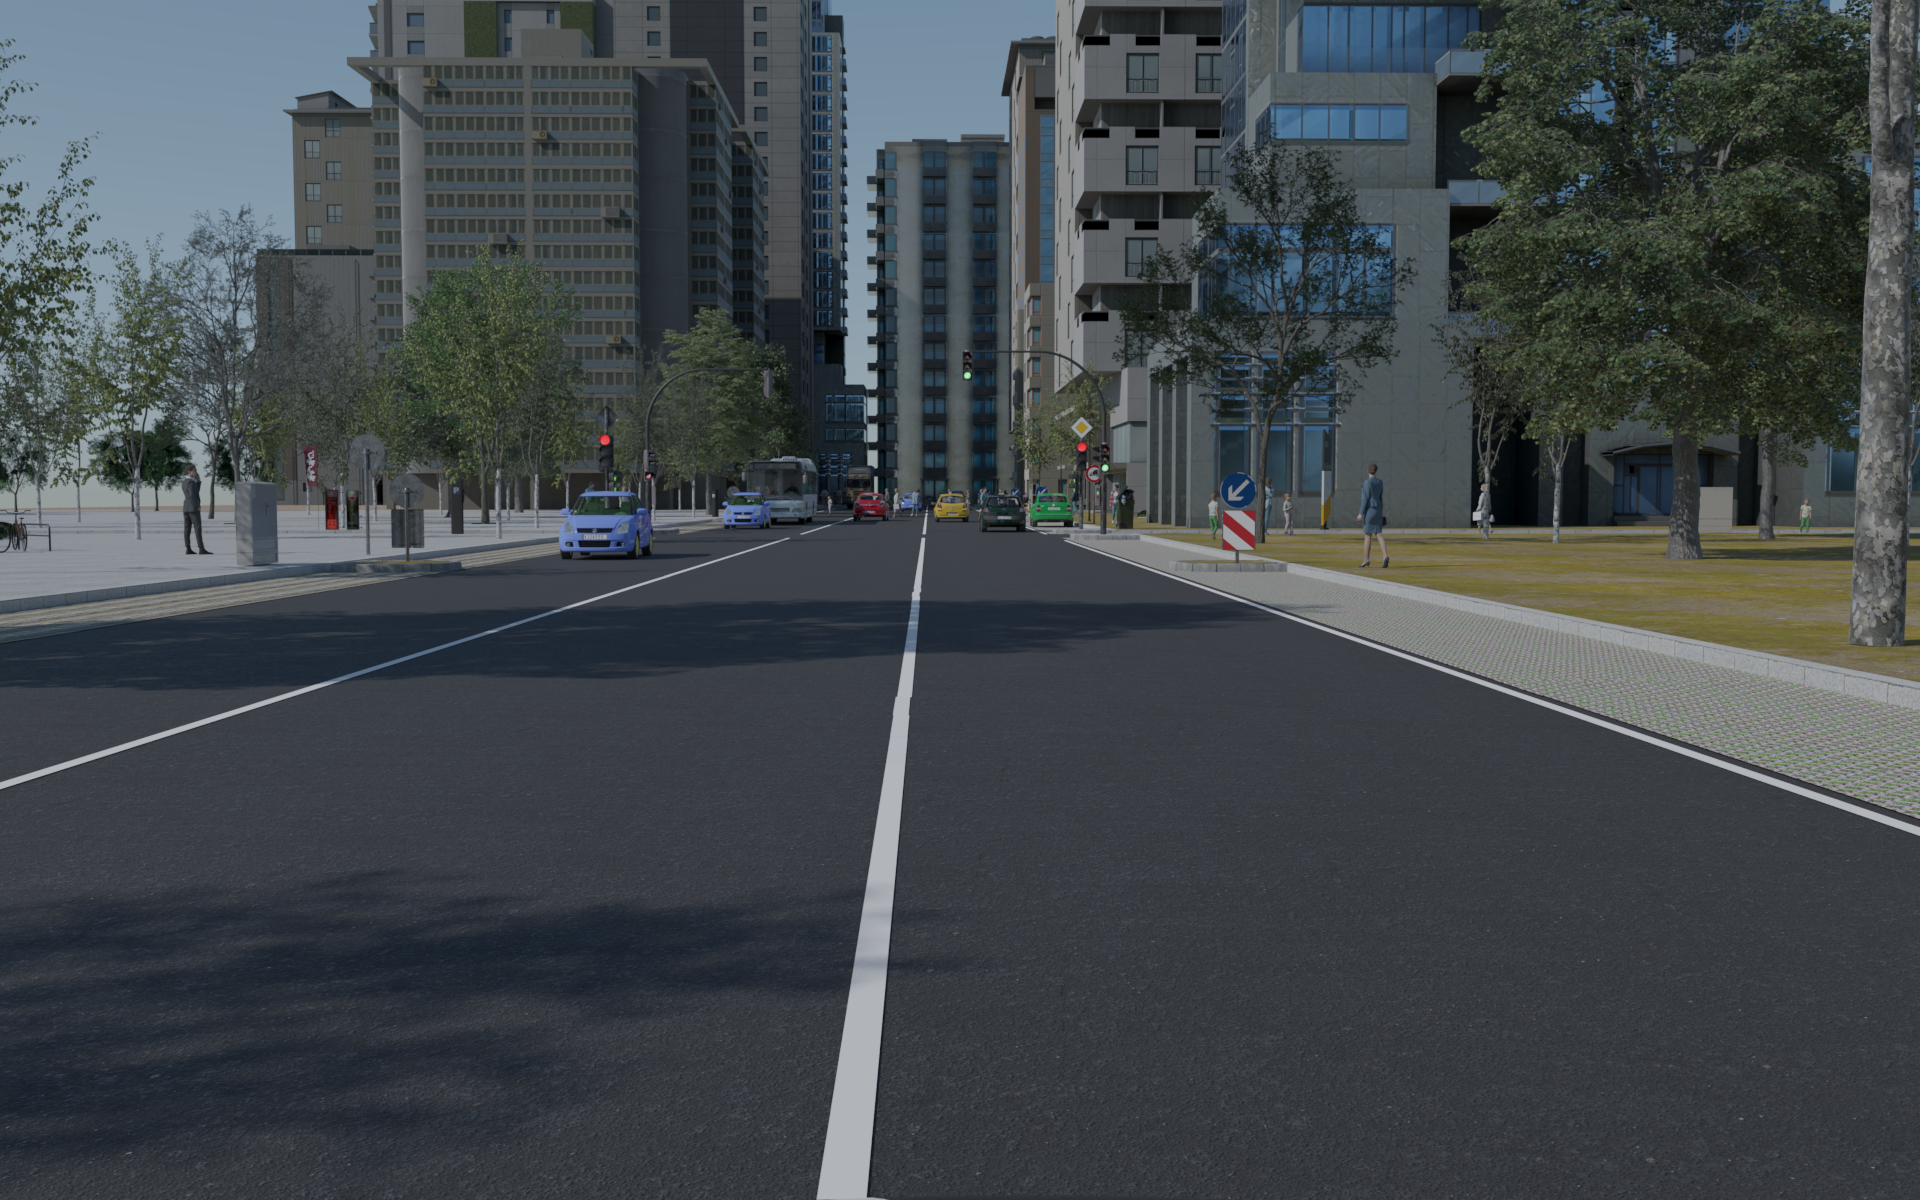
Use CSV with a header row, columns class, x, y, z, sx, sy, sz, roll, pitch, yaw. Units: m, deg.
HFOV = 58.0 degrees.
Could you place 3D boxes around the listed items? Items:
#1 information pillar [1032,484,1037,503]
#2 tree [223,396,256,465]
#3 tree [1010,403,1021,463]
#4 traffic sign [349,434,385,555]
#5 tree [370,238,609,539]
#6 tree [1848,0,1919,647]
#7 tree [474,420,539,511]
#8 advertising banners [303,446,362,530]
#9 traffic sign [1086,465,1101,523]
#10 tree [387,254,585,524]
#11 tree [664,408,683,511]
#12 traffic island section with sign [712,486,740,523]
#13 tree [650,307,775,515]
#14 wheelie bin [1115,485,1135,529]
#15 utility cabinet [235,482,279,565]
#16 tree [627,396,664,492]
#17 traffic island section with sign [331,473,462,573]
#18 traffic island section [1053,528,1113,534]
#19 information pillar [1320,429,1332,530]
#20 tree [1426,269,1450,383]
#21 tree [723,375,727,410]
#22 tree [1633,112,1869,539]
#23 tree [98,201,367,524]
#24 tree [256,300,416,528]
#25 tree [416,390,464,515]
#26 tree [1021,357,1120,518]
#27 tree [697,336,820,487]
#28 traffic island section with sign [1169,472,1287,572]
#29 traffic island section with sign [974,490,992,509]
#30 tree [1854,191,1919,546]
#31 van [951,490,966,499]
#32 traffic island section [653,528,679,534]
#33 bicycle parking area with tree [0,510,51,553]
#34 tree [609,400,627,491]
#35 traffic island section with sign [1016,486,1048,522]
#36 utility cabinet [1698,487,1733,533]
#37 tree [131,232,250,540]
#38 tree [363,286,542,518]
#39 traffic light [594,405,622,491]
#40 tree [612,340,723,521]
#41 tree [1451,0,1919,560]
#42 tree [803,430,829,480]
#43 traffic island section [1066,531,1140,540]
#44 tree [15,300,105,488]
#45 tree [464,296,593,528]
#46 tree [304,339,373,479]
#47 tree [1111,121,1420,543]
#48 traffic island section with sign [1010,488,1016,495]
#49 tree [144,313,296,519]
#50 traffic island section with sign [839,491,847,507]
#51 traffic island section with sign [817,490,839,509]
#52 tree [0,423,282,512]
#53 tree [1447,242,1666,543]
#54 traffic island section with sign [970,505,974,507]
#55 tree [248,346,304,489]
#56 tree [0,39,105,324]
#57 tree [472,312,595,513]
class,x,y,z,sx,sy,sz,roll,pitch,yaw
information pillar,5.176,-7.127,121.023,0.304,2.012,0.304,-1,4,-8
tree,-38.290,-8.896,95.812,4.360,8.622,3.978,0,3,0
tree,5.724,-11.107,131.968,4.737,8.622,4.395,0,3,0
traffic sign,-12.525,-2.231,36.585,0.768,2.556,0.104,0,4,2
tree,-13.422,-6.062,49.477,4.737,8.622,4.395,0,3,0
tree,7.009,-9.754,15.375,12.611,20.169,13.585,0,3,0
tree,-35.285,-13.054,131.562,7.486,12.596,7.792,0,3,0
advertising banners,-22.442,-4.020,61.910,2.074,3.025,0.090,0,4,2
traffic sign,5.882,-4.633,75.861,0.768,2.556,0.104,0,4,7
tree,-20.146,-9.052,73.750,9.928,11.665,9.643,0,3,0
tree,-22.032,-11.270,134.629,4.737,8.622,4.395,0,3,0
traffic island section with sign,-11.420,-4.823,87.480,1.989,1.847,2.006,0,4,-1
tree,-15.086,-11.440,105.178,7.486,12.596,7.792,0,3,0
wheelie bin,6.091,-3.418,63.791,0.693,1.594,0.980,0,4,-5
utility cabinet,-12.646,-1.376,31.182,0.318,1.500,1.173,0,4,-1
tree,-24.873,-10.923,128.945,4.737,8.622,4.395,0,3,0
traffic island section with sign,-10.446,-1.452,32.361,1.989,1.847,2.006,0,4,-1
traffic island section,4.432,-2.495,63.066,2.009,0.180,2.903,0,4,-1
information pillar,13.160,-4.333,62.206,0.504,3.616,0.183,-3,5,-45
tree,15.311,-6.058,49.414,4.360,8.622,3.978,0,3,0
tree,-14.445,-8.684,92.352,4.360,8.622,3.978,0,3,0
tree,22.856,-8.039,49.563,7.486,12.596,7.792,0,3,0
tree,-30.627,-9.953,73.095,12.009,13.543,11.850,0,3,0
tree,-23.460,-7.011,64.986,4.360,8.622,3.978,0,3,0
tree,-31.550,-9.481,105.385,4.360,8.622,3.978,0,3,0
tree,6.304,-8.692,92.474,4.737,8.622,4.395,0,3,0
tree,-14.744,-12.777,125.909,9.611,12.733,9.660,0,3,0
traffic island section with sign,4.984,-1.462,32.535,1.989,1.847,2.006,0,4,-1
traffic island section with sign,2.598,-9.594,165.487,1.989,1.847,2.006,0,4,-1
tree,23.668,-5.646,42.675,4.360,8.622,3.978,0,3,0
van,-0.378,-9.865,168.305,2.013,2.044,4.112,0,4,-2
traffic island section,-11.307,-2.478,62.791,2.009,0.180,2.903,0,4,-1
bicycle parking area with tree,-24.902,-3.119,37.991,8.231,4.147,9.016,-2,4,-35
tree,-23.528,-9.416,104.320,4.737,8.622,4.395,0,3,0
traffic island section with sign,3.988,-4.834,87.661,1.989,1.847,2.006,0,4,-1
utility cabinet,24.428,-2.909,56.248,1.173,1.500,0.318,0,4,3
tree,-23.301,-6.005,48.536,4.737,8.622,4.395,0,3,0
tree,-27.487,-10.813,93.804,9.611,12.733,9.660,0,3,0
traffic light,-11.124,-4.022,54.673,0.839,4.253,0.868,0,4,-1
tree,-14.478,-8.103,82.852,4.360,8.622,3.978,0,3,0
tree,14.217,-7.775,33.778,9.857,13.997,8.962,0,3,0
tree,-16.578,-14.622,189.436,4.360,8.622,3.978,0,3,0
traffic island section,4.575,-2.006,55.083,2.009,0.180,2.903,0,4,-1
tree,-34.471,-7.000,64.812,4.360,8.622,3.978,0,3,0
tree,-15.897,-7.011,64.994,4.360,8.622,3.978,0,3,0
tree,-27.586,-8.013,81.370,4.737,8.622,4.395,0,3,0
tree,7.648,-6.730,44.452,8.767,10.594,7.601,1,4,23
traffic island section with sign,3.510,-6.488,114.703,1.989,1.847,2.006,0,4,-1
tree,-38.166,-9.437,88.710,7.601,10.594,8.767,0,4,1
traffic island section with sign,-13.289,-11.189,191.560,1.989,1.847,2.006,0,4,-1
traffic island section with sign,-12.806,-9.540,164.609,1.989,1.847,2.006,0,4,-1
tree,-60.844,-10.069,127.528,11.467,7.101,20.602,2,4,30
tree,15.747,-5.783,44.909,4.360,8.622,3.978,0,3,0
traffic island section with sign,2.114,-11.299,193.371,1.989,1.847,2.006,0,4,-1
tree,-33.018,-8.015,81.403,4.737,8.622,4.395,0,3,0
tree,-15.906,-4.721,27.555,4.737,8.622,4.395,0,3,0
tree,-30.208,-12.966,118.649,9.857,13.997,8.962,0,3,0
